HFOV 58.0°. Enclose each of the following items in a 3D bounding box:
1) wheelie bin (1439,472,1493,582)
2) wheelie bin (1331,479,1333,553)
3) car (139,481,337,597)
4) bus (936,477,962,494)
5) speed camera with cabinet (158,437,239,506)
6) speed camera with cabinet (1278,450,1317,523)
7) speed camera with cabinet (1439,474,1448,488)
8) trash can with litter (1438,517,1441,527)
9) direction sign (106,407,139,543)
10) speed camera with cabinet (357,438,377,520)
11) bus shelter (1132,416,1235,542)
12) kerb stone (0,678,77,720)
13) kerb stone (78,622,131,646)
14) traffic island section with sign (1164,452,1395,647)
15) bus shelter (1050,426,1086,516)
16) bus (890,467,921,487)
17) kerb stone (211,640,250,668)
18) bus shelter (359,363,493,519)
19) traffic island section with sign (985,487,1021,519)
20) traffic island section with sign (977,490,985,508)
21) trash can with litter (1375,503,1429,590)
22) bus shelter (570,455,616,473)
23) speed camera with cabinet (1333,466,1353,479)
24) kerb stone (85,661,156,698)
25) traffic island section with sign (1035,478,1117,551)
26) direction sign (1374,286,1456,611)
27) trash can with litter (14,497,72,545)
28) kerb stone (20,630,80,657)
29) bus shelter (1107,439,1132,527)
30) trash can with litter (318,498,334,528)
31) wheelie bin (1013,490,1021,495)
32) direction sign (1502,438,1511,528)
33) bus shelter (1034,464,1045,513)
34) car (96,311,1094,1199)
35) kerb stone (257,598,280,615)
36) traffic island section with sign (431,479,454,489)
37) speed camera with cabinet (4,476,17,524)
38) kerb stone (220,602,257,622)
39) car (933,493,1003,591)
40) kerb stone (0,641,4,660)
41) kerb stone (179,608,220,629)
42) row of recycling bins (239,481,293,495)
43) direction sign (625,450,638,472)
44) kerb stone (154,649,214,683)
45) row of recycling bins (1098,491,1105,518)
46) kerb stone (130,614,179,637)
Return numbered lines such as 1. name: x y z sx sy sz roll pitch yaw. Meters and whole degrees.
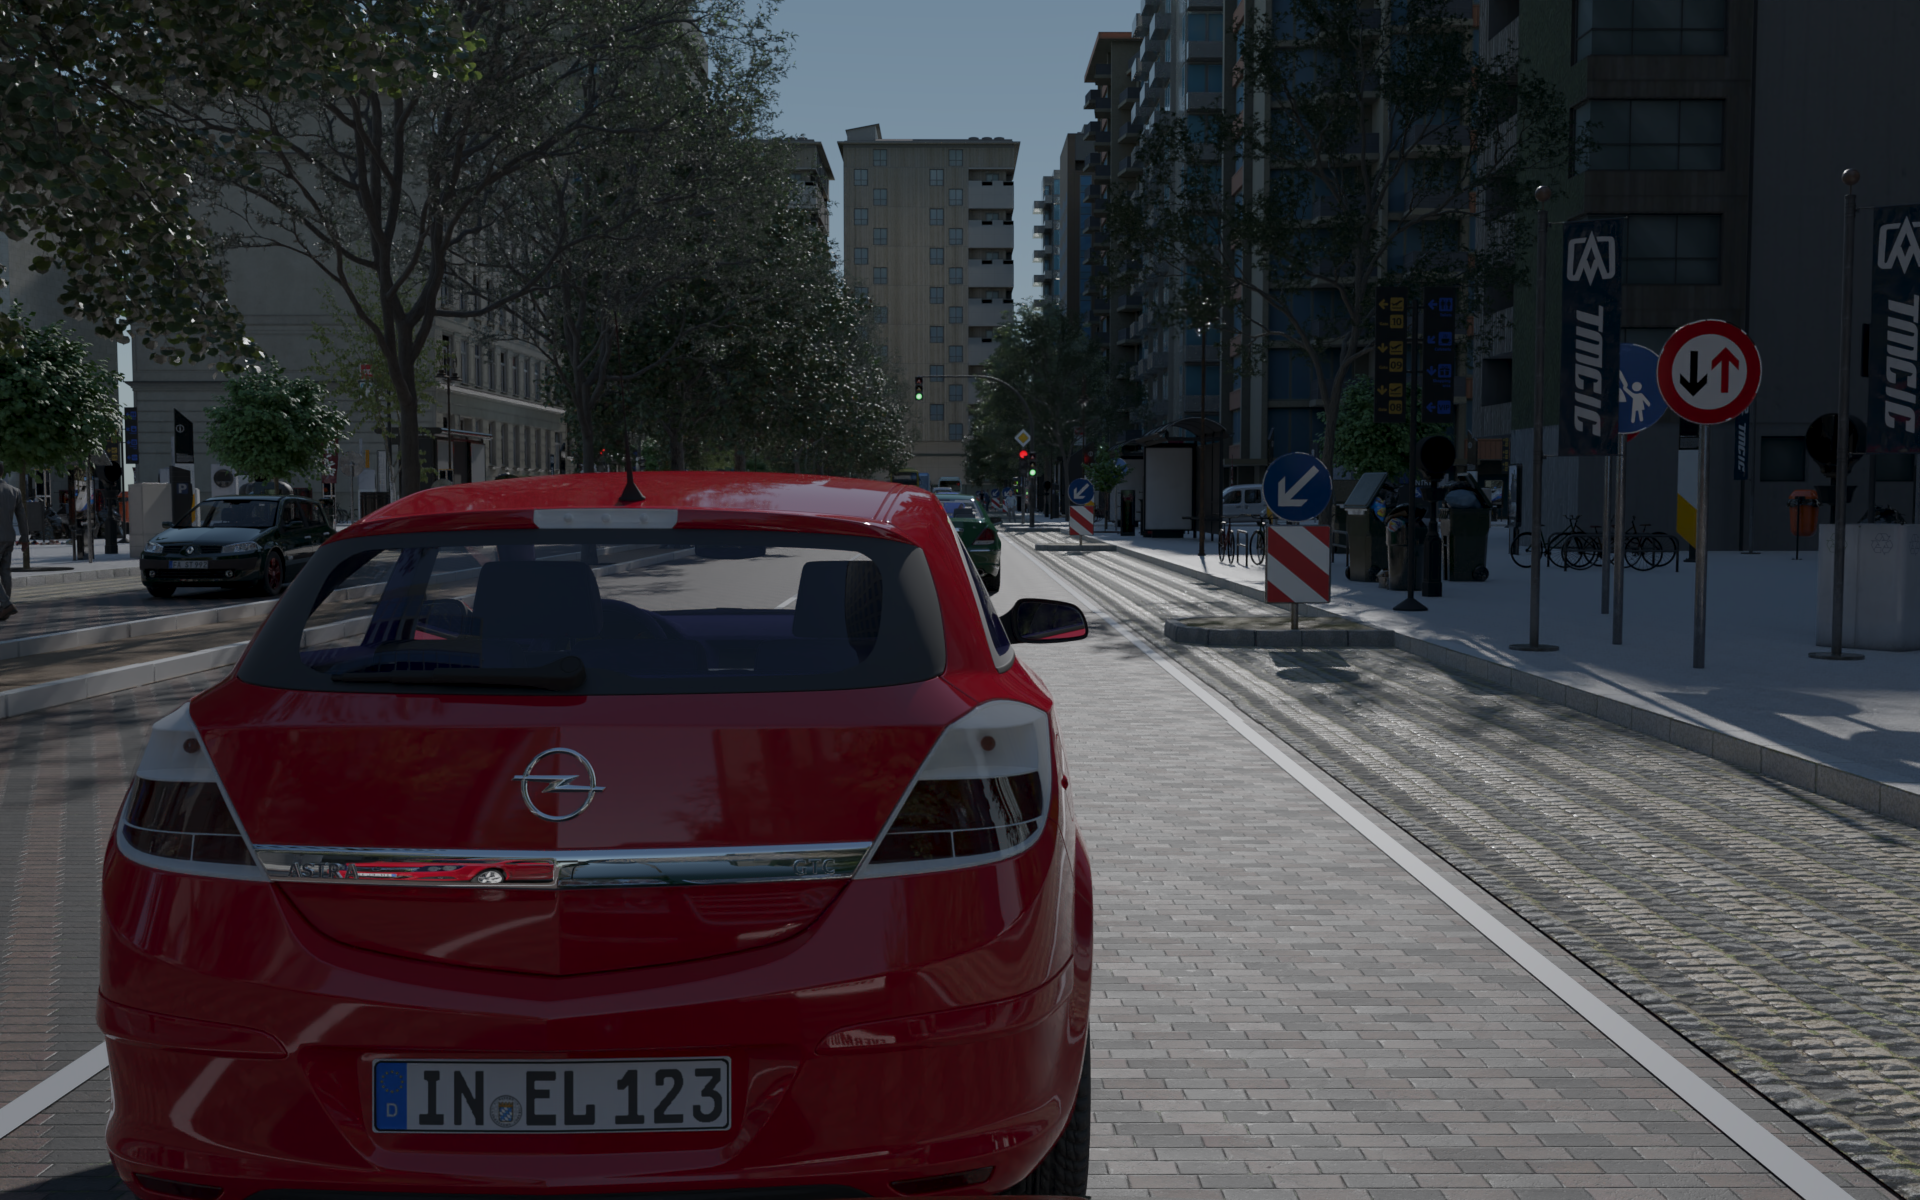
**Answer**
1. wheelie bin: 7.434 -1.078 25.534 0.693 1.594 0.980 0 4 1
2. wheelie bin: 8.263 -1.802 37.366 0.980 1.594 0.693 0 4 -6
3. car: -10.457 -0.956 25.417 2.009 1.686 4.222 0 4 -1
4. bus: -1.179 -12.210 194.492 2.948 3.499 13.247 0 4 -1
5. speed camera with cabinet: -22.089 -3.423 50.295 2.038 3.252 0.660 -1 4 -15
6. speed camera with cabinet: 14.995 -5.055 76.979 2.038 3.252 0.660 0 4 4
7. speed camera with cabinet: 21.222 -4.883 74.169 2.038 3.252 0.660 0 4 6
8. trash can with litter: 17.032 -3.236 63.963 2.233 1.210 1.678 -2 4 -25
9. direction sign: -21.818 -3.250 45.140 0.876 3.537 0.379 0 4 4
10. speed camera with cabinet: -20.879 -4.076 60.984 0.660 3.252 2.038 -1 4 -18
11. bus shelter: 6.127 -3.299 47.858 2.014 3.302 5.546 0 3 0
12. kerb stone: -6.155 0.649 11.586 0.120 0.150 1.000 0 4 0
13. kerb stone: -8.294 0.339 16.660 0.120 0.150 1.000 0 4 0
14. traffic island section with sign: 3.066 -0.517 17.089 1.989 1.847 2.006 0 4 0
15. bus shelter: 6.388 -7.494 100.160 2.179 5.291 8.768 0 4 0
16. bus: -5.020 -10.253 159.185 2.896 3.916 12.252 0 4 -1
17. kerb stone: -6.187 0.465 14.669 0.120 0.150 1.000 0 4 0
18. bus shelter: -17.243 -4.768 55.596 2.179 5.291 8.768 0 3 0
19. traffic island section with sign: 2.607 -5.545 99.292 1.989 1.847 2.006 0 4 0
20. traffic island section with sign: 2.463 -7.225 126.762 1.989 1.847 2.006 0 4 0
21. trash can with litter: 5.863 -0.727 23.272 0.624 1.170 1.055 0 4 -8
22. bus shelter: -16.445 -5.277 80.198 2.014 3.302 5.546 0 4 0
23. speed camera with cabinet: 11.601 -3.444 50.643 0.660 3.252 2.038 3 4 39
24. kerb stone: -6.165 0.586 12.616 0.120 0.150 1.000 0 4 0
25. traffic island section with sign: 2.918 -2.166 44.044 1.989 1.847 2.006 0 4 0
26. direction sign: 4.971 -1.652 19.001 0.876 3.537 0.379 0 4 -2
27. trash can with litter: -23.096 -1.999 43.740 2.233 1.210 1.678 1 4 8
28. kerb stone: -8.278 0.401 15.635 0.120 0.150 1.000 0 4 0
29. bus shelter: 6.528 -4.314 64.453 2.014 3.302 5.546 0 4 0
30. trash can with litter: -20.190 -2.663 54.926 0.624 1.170 1.055 -2 4 -26
31. wheelie bin: 4.734 -8.523 147.265 0.980 1.594 0.693 1 4 15
32. direction sign: 20.876 -4.508 65.710 0.379 3.537 0.876 -2 4 -27
33. bus shelter: 6.194 -8.991 124.631 2.179 5.291 8.768 0 4 0
34. car: -0.671 0.257 4.841 2.155 1.783 4.494 0 4 -1
35. kerb stone: -8.303 0.090 20.760 0.120 0.150 1.000 0 4 0
36. traffic island section with sign: -13.301 -2.176 44.204 1.989 1.847 2.006 0 4 0
37. speed camera with cabinet: -41.588 -4.953 75.313 0.660 3.252 2.038 -3 5 -42
38. kerb stone: -8.299 0.151 19.736 0.120 0.150 1.000 0 4 0
39. car: -0.358 -0.936 27.095 2.131 1.459 4.920 0 4 -2
40. kerb stone: -8.282 0.464 14.613 0.120 0.150 1.000 0 4 0
41. kerb stone: -8.298 0.213 18.714 0.120 0.150 1.000 0 4 0
42. row of recycling bins: -23.102 -3.085 57.545 1.069 1.692 3.534 -3 4 -39
43. direction sign: -16.846 -5.920 88.796 0.876 3.537 0.379 2 4 31
44. kerb stone: -6.171 0.529 13.641 0.120 0.150 1.000 0 4 0
45. row of recycling bins: 8.881 -5.291 93.617 3.534 1.692 1.069 -3 4 -38
46. kerb stone: -8.289 0.276 17.682 0.120 0.150 1.000 0 4 0
